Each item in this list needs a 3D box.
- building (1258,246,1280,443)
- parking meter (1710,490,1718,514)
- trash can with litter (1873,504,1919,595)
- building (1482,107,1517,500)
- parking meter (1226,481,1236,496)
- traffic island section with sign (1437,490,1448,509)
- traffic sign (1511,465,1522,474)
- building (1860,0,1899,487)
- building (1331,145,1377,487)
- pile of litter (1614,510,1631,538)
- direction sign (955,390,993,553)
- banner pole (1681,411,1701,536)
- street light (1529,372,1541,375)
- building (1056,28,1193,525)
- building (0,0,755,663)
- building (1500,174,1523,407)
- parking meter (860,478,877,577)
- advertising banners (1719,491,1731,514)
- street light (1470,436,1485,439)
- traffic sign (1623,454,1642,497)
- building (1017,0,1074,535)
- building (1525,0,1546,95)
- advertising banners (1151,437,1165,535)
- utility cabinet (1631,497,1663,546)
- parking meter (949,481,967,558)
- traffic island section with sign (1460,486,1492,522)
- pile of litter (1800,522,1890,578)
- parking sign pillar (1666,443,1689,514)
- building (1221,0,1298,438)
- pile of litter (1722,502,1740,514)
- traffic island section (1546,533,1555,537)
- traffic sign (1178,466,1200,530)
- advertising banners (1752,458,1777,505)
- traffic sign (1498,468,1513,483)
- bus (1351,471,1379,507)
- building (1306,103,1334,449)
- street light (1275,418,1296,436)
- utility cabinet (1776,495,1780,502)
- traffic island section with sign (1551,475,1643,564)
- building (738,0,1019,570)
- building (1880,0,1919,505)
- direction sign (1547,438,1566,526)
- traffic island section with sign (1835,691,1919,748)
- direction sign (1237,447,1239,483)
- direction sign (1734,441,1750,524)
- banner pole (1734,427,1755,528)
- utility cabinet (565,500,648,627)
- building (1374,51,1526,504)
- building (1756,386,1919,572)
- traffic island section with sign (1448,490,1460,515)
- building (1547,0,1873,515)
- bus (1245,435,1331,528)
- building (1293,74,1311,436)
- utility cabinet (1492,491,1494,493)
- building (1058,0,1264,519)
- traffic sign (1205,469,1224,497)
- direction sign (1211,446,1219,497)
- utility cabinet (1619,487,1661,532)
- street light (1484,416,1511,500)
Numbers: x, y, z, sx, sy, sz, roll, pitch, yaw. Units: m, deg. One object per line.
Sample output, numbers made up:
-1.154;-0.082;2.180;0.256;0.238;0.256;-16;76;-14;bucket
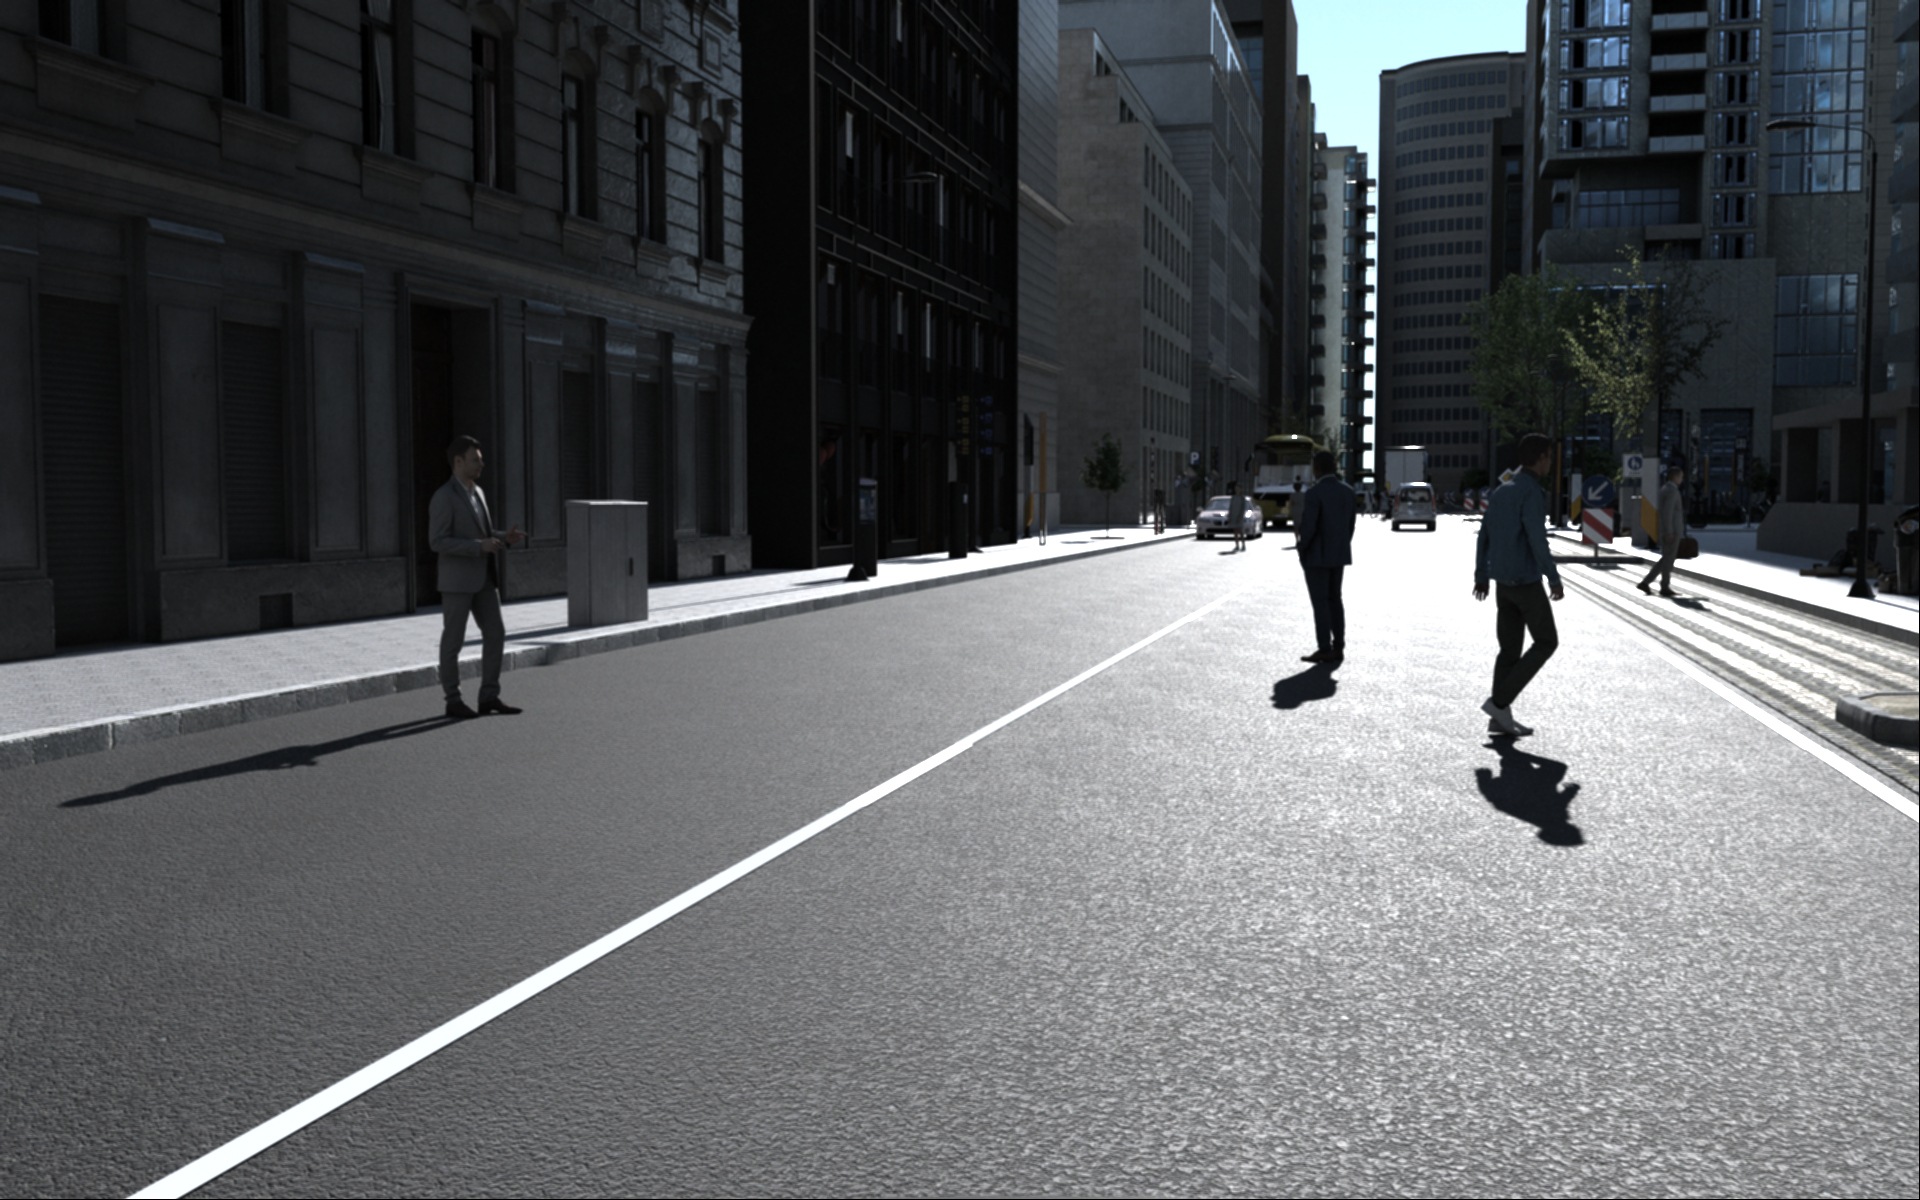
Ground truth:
16.207;-17.598;129.524;13.314;21.916;24.055;1;4;15;building
45.398;-5.863;104.265;0.372;1.533;0.369;0;3;0;parking meter
12.055;-0.656;22.109;0.624;1.170;1.055;0;4;-3;trash can with litter
68.098;-33.639;200.102;14.600;45.320;14.200;1;4;15;building
12.224;-4.423;78.030;0.399;1.863;0.255;3;5;42;parking meter
46.666;-9.546;164.697;1.989;1.847;2.006;1;4;15;traffic island section with sign
18.913;-3.351;58.432;0.795;2.450;0.064;1;4;15;traffic sign
90.294;-46.020;190.675;20.611;71.187;20.563;1;4;15;building
41.409;-37.843;238.340;30.456;49.044;23.786;1;4;15;building
19.804;-2.312;51.761;1.719;0.858;1.176;-3;5;-42;pile of litter
0.316;-2.818;38.065;0.876;3.537;0.379;-1;4;-18;direction sign
22.223;-3.830;52.629;0.863;3.779;0.401;-2;4;-33;banner pole
22.309;-5.704;65.802;1.470;5.913;1.316;1;4;15;street light
4.518;-13.797;80.333;10.420;20.320;16.860;1;4;15;building
-10.160;-10.449;19.997;9.793;20.994;18.267;1;4;15;building
56.346;-23.566;157.008;14.160;30.474;14.107;1;4;15;building
-1.480;-1.137;27.005;0.372;1.533;0.369;0;3;0;parking meter
41.195;-5.908;92.791;2.074;3.025;0.090;-3;5;-43;advertising banners
41.362;-10.141;138.344;1.470;5.913;1.316;1;4;15;street light
16.998;-2.539;43.648;0.606;2.300;0.079;1;4;19;traffic sign
-8.839;-16.466;56.608;23.554;28.519;14.401;1;4;15;building
53.760;-30.091;142.101;14.600;45.320;14.200;1;4;15;building
6.163;-3.541;54.080;0.090;3.025;2.074;1;4;19;advertising banners
17.129;-1.932;42.755;1.020;1.237;0.306;2;4;25;utility cabinet
-0.042;-1.607;34.690;0.372;1.533;0.369;0;3;0;parking meter
27.181;-4.979;90.032;1.989;1.847;2.006;1;4;15;traffic island section with sign
13.764;-0.780;26.724;1.176;0.858;1.719;0;4;-6;pile of litter
37.468;-6.238;90.456;1.447;3.967;1.447;-1;4;-13;parking sign pillar
21.856;-30.670;151.568;14.600;45.320;14.200;1;4;15;building
40.362;-4.678;90.452;1.719;0.858;1.176;-3;5;-44;pile of litter
18.938;-2.215;58.503;2.009;0.180;2.903;1;4;15;traffic island section
8.085;-3.524;61.267;0.795;2.450;0.064;1;4;15;traffic sign
38.697;-5.282;82.552;2.074;3.025;0.090;3;4;36;advertising banners
20.929;-3.824;66.159;0.795;2.450;0.064;1;4;15;traffic sign
44.481;-12.143;190.076;2.896;3.916;12.252;1;4;14;bus
27.524;-35.804;205.001;30.456;49.044;23.786;1;4;15;building
19.730;-8.131;105.476;1.470;5.913;1.316;1;4;15;street light
44.643;-5.117;94.819;0.306;1.237;1.020;-3;5;-39;utility cabinet
13.153;-1.690;36.261;1.989;1.847;2.006;1;4;15;traffic island section with sign
-6.462;-12.732;37.843;12.332;23.373;15.834;1;4;15;building
55.418;-27.627;71.314;30.456;49.044;23.786;1;4;15;building
24.046;-4.780;70.142;0.876;3.537;0.379;2;4;34;direction sign
6.346;-0.093;10.149;1.989;1.847;2.006;1;4;15;traffic island section with sign
13.381;-5.593;83.436;0.379;3.537;0.876;0;4;7;direction sign
33.761;-5.063;74.783;0.379;3.537;0.876;-1;4;-23;direction sign
29.603;-4.609;65.376;0.401;3.779;0.863;-3;4;-38;banner pole
-3.487;-0.369;17.191;0.306;1.237;1.020;1;4;22;utility cabinet
69.579;-42.020;229.033;28.212;58.520;21.231;1;4;15;building
32.172;-20.551;27.887;32.217;40.220;23.993;1;4;15;building
34.120;-6.605;116.619;1.989;1.847;2.006;1;4;15;traffic island section with sign
49.357;-49.293;118.606;22.319;86.520;31.000;1;4;15;building
14.572;-5.141;75.606;2.896;3.916;12.252;1;4;16;bus
25.837;-29.488;165.720;14.154;41.232;14.086;1;4;15;building
36.222;-6.640;117.235;0.318;1.500;1.173;0;4;0;utility cabinet
11.033;-19.875;102.446;11.434;29.767;29.804;1;4;15;building
10.101;-3.997;68.995;0.795;2.450;0.064;1;4;15;traffic sign
12.106;-5.523;82.298;0.379;3.537;0.876;2;4;30;direction sign
21.296;-2.790;54.292;1.173;1.500;0.318;0;4;1;utility cabinet
31.838;-7.923;102.088;1.470;5.913;1.316;1;4;15;street light
